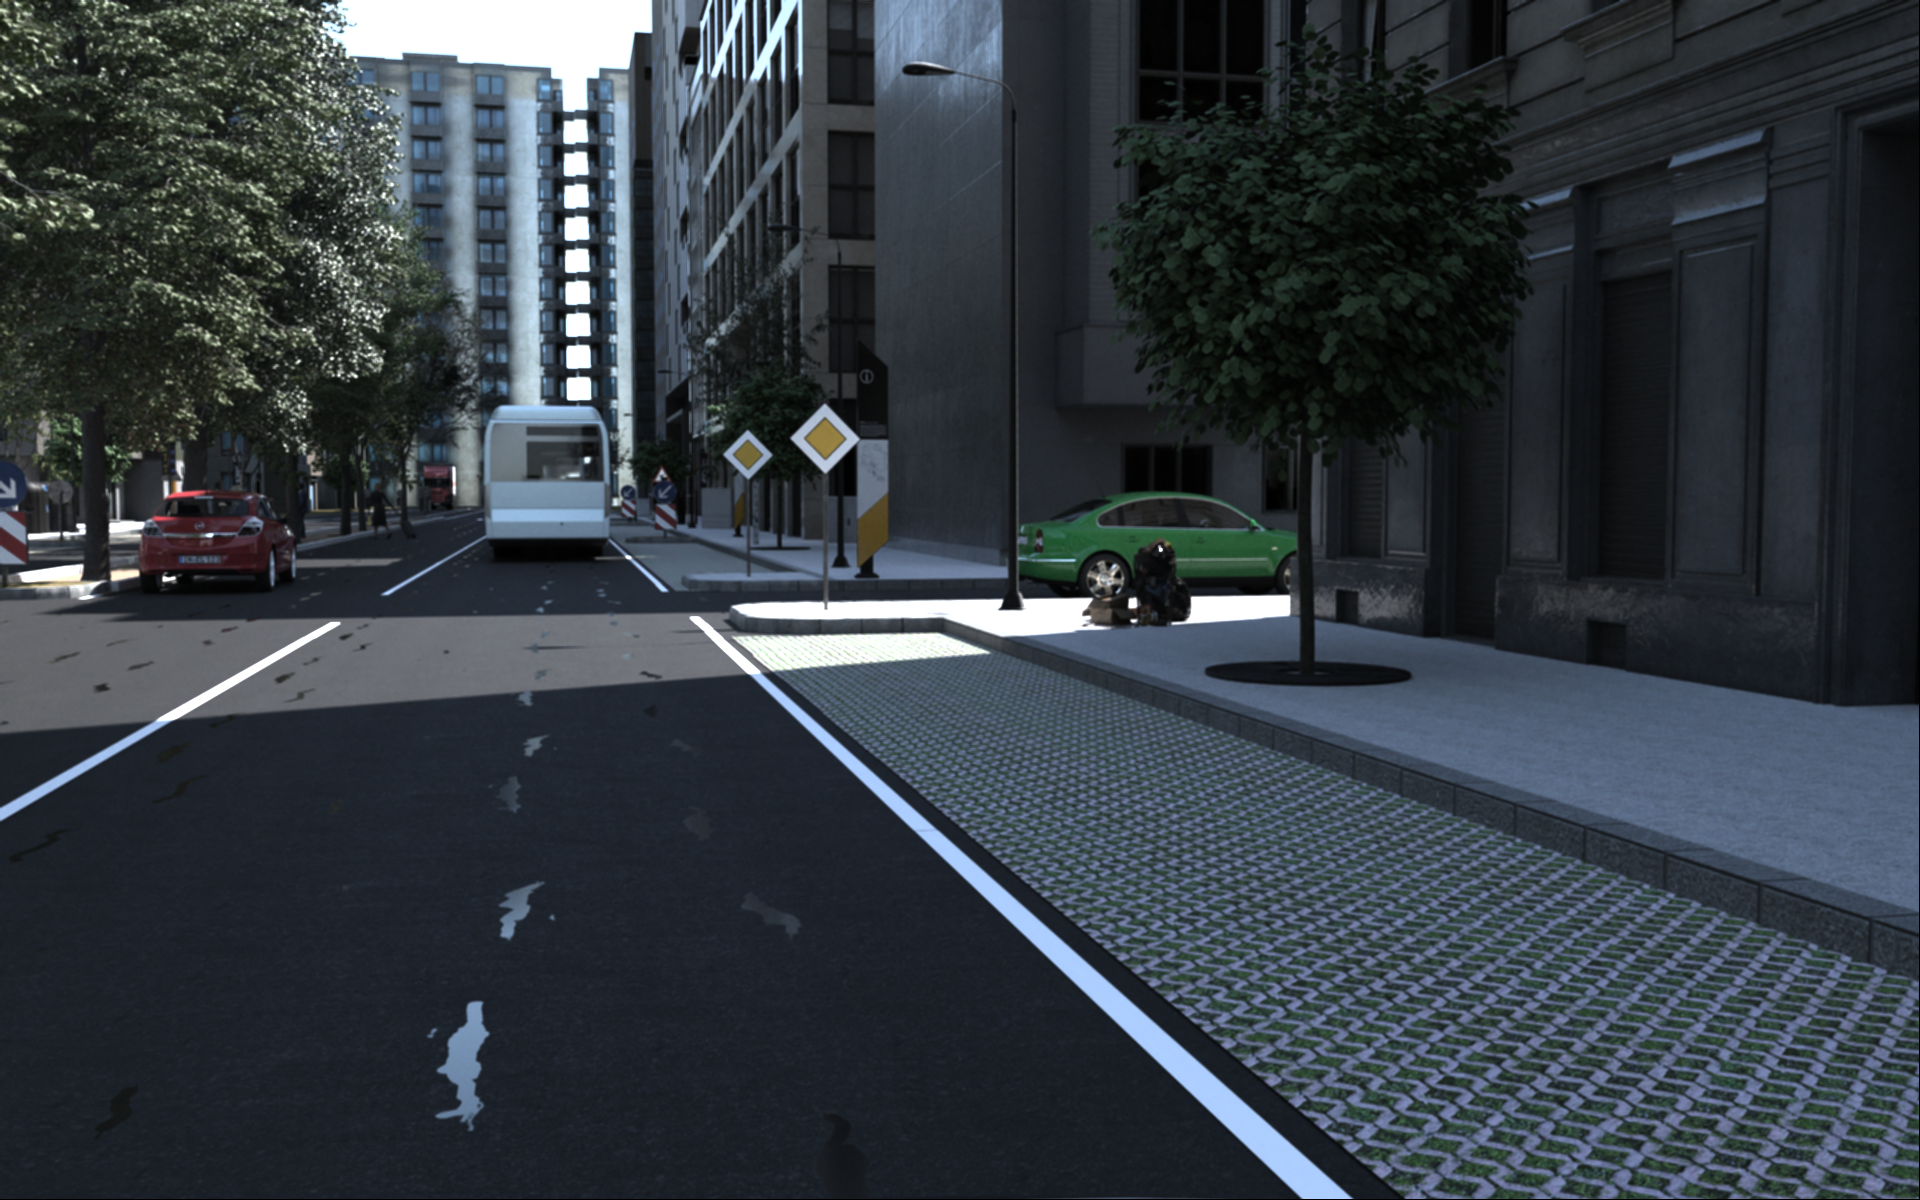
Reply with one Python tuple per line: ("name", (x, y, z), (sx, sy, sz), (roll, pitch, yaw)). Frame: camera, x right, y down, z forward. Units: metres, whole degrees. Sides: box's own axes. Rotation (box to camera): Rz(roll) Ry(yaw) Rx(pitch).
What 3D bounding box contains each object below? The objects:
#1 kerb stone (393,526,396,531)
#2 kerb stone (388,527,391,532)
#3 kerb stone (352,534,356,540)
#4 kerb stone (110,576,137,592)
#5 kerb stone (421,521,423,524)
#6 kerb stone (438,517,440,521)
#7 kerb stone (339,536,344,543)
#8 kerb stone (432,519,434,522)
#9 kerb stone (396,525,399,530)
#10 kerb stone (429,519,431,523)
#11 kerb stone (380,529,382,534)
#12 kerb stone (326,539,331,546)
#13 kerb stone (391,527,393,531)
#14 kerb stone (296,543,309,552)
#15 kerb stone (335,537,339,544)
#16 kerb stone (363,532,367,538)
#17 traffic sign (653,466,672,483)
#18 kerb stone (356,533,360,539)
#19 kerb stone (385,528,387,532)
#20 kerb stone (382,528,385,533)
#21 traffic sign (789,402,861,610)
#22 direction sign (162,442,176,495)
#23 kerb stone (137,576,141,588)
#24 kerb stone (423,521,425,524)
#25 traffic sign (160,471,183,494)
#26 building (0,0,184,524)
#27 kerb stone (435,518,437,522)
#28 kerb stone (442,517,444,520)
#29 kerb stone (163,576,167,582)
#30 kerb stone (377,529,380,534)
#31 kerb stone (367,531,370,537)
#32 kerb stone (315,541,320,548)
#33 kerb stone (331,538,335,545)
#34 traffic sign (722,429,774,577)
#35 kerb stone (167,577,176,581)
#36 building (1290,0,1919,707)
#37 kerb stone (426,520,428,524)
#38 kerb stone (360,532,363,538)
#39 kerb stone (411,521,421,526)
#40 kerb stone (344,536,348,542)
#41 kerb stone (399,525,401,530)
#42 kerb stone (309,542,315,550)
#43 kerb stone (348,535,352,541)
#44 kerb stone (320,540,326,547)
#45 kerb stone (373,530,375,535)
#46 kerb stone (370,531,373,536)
("kerb stone", (-21.979, -2.730, 66.829), (0.120, 0.150, 1.000), (-1, 4, -13))
("kerb stone", (-21.516, -2.608, 64.830), (0.120, 0.150, 1.000), (-1, 4, -13))
("kerb stone", (-18.973, -1.930, 53.842), (0.120, 0.150, 1.000), (-1, 4, -13))
("kerb stone", (-12.503, -0.223, 25.852), (0.120, 0.150, 1.000), (-1, 4, -13))
("kerb stone", (-24.984, -3.522, 79.831), (0.120, 0.150, 1.000), (-1, 4, -13))
("kerb stone", (-27.523, -4.197, 90.821), (0.120, 0.150, 1.000), (-1, 4, -13))
("kerb stone", (-18.283, -1.752, 50.835), (0.120, 0.150, 1.000), (-1, 4, -13))
("kerb stone", (-26.596, -3.952, 86.816), (0.120, 0.150, 1.000), (-1, 4, -13))
("kerb stone", (-22.197, -2.791, 67.828), (0.120, 0.150, 1.000), (-1, 4, -13))
("kerb stone", (-26.134, -3.824, 84.824), (0.120, 0.150, 1.000), (-1, 4, -13))
("kerb stone", (-20.823, -2.422, 61.835), (0.120, 0.150, 1.000), (-1, 4, -13))
("kerb stone", (-17.583, -1.568, 47.837), (0.120, 0.150, 1.000), (-1, 4, -13))
("kerb stone", (-21.748, -2.669, 65.833), (0.120, 0.150, 1.000), (-1, 4, -13))
("kerb stone", (-16.660, -1.320, 43.823), (0.120, 0.150, 1.000), (-1, 4, -13))
("kerb stone", (-18.059, -1.691, 49.838), (0.120, 0.150, 1.000), (-1, 4, -13))
("kerb stone", (-19.660, -2.118, 56.837), (0.120, 0.150, 1.000), (-1, 4, -13))
("traffic sign", (-13.720, -4.880, 79.790), (0.884, 2.594, 0.081), (-1, 4, -9))
("kerb stone", (-19.207, -1.997, 54.843), (0.120, 0.150, 1.000), (-1, 4, -13))
("kerb stone", (-21.294, -2.547, 63.832), (0.120, 0.150, 1.000), (-1, 4, -13))
("kerb stone", (-21.052, -2.481, 62.839), (0.120, 0.150, 1.000), (-1, 4, -13))
("traffic sign", (-1.483, -0.942, 19.046), (0.795, 2.450, 0.064), (-1, 4, -13))
("direction sign", (-32.077, -4.787, 70.272), (0.876, 3.537, 0.379), (2, 4, 32))
("kerb stone", (-12.735, -0.285, 26.847), (0.120, 0.150, 1.000), (-1, 4, -13))
("kerb stone", (-25.208, -3.586, 80.829), (0.120, 0.150, 1.000), (-1, 4, -13))
("traffic sign", (-32.564, -4.374, 71.526), (0.884, 2.594, 0.081), (-1, 4, -11))
("building", (-42.954, -18.558, 75.130), (14.160, 30.474, 14.107), (-1, 4, -13))
("kerb stone", (-27.064, -4.074, 88.826), (0.120, 0.150, 1.000), (-1, 4, -13))
("kerb stone", (-28.212, -4.381, 93.822), (0.120, 0.150, 1.000), (-1, 4, -13))
("kerb stone", (-12.966, -0.346, 27.846), (0.120, 0.150, 1.000), (-1, 4, -13))
("kerb stone", (-20.586, -2.363, 60.832), (0.120, 0.150, 1.000), (-1, 4, -13))
("kerb stone", (-19.899, -2.180, 57.833), (0.120, 0.150, 1.000), (-1, 4, -13))
("kerb stone", (-17.122, -1.445, 45.828), (0.120, 0.150, 1.000), (-1, 4, -13))
("kerb stone", (-17.819, -1.626, 48.838), (0.120, 0.150, 1.000), (-1, 4, -13))
("traffic sign", (-3.281, -1.418, 26.827), (0.795, 2.450, 0.064), (-1, 4, -13))
("kerb stone", (-13.201, -0.406, 28.840), (0.120, 0.150, 1.000), (-1, 4, -13))
("building", (10.053, -9.840, 10.040), (9.793, 20.994, 18.267), (-1, 4, -13))
("kerb stone", (-25.668, -3.708, 82.824), (0.120, 0.150, 1.000), (-1, 4, -13))
("kerb stone", (-19.436, -2.058, 55.839), (0.120, 0.150, 1.000), (-1, 4, -13))
("kerb stone", (-24.753, -3.464, 78.835), (0.120, 0.150, 1.000), (-1, 4, -13))
("kerb stone", (-18.512, -1.814, 51.848), (0.120, 0.150, 1.000), (-1, 4, -13))
("kerb stone", (-22.438, -2.852, 68.829), (0.120, 0.150, 1.000), (-1, 4, -13))
("kerb stone", (-16.891, -1.382, 44.832), (0.120, 0.150, 1.000), (-1, 4, -13))
("kerb stone", (-18.742, -1.871, 52.846), (0.120, 0.150, 1.000), (-1, 4, -13))
("kerb stone", (-17.353, -1.495, 46.833), (0.120, 0.150, 1.000), (-1, 4, -13))
("kerb stone", (-20.360, -2.296, 59.832), (0.120, 0.150, 1.000), (-1, 4, -13))
("kerb stone", (-20.127, -2.240, 58.833), (0.120, 0.150, 1.000), (-1, 4, -13))
